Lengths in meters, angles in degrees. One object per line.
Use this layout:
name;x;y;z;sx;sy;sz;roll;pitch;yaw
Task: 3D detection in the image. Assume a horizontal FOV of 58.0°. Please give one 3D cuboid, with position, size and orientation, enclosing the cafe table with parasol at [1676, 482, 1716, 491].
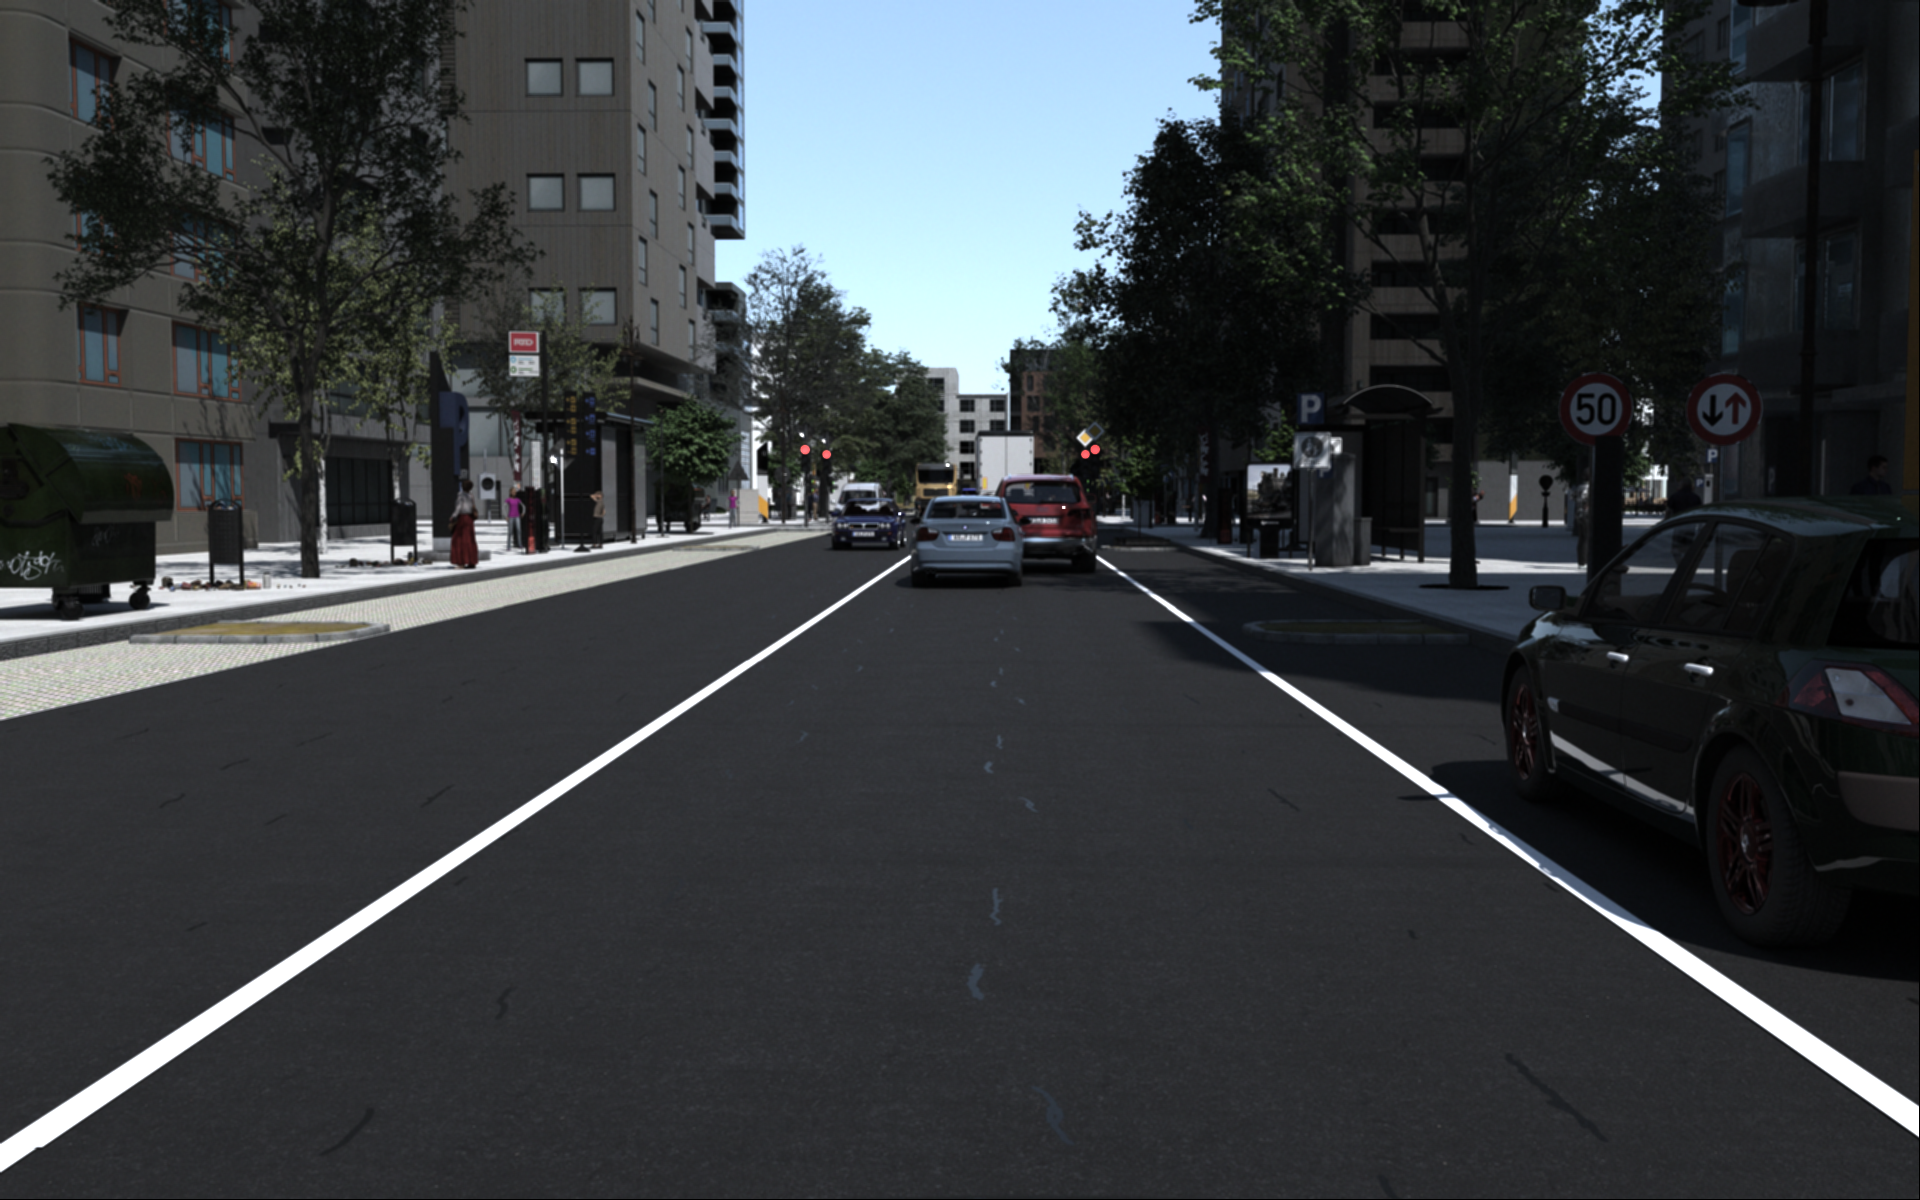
cafe table with parasol;36.353;-4.910;85.139;2.610;1.966;2.610;0;4;-2

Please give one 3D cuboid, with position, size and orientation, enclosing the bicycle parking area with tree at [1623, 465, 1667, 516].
bicycle parking area with tree;49.495;-7.966;117.249;8.231;4.147;9.016;1;4;11

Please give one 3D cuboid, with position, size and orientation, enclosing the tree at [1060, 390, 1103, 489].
tree;8.061;-8.335;86.633;4.737;8.622;4.395;0;3;0

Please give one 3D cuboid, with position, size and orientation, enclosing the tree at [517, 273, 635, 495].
tree;-13.266;-6.626;58.701;4.737;8.622;4.395;0;3;0

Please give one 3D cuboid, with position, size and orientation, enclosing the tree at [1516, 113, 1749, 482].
tree;12.711;-5.092;33.613;4.737;8.622;4.395;0;3;0

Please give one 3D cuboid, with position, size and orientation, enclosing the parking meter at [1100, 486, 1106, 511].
parking meter;10.435;-7.369;126.198;0.399;1.863;0.255;2;4;34

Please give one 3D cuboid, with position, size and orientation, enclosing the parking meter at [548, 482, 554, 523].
parking meter;-17.798;-4.283;75.737;0.399;1.863;0.255;-2;4;-26

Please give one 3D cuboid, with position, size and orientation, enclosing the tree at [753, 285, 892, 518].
tree;-7.573;-10.760;94.057;7.486;12.596;7.792;0;3;0

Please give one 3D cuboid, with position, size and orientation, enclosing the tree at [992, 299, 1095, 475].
tree;9.318;-18.971;166.070;12.611;20.169;13.585;0;3;0

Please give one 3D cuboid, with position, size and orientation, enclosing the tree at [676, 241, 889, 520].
tree;-8.588;-10.652;84.524;12.009;13.543;11.850;0;3;0

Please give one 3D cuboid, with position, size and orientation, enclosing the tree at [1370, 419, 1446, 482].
tree;15.567;-4.748;61.344;4.285;4.588;4.351;0;3;0

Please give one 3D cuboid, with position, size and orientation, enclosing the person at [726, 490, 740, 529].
person;-8.408;-3.362;64.255;0.726;1.435;0.776;-1;4;-12

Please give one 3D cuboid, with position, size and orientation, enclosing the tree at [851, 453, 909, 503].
tree;-7.145;-9.568;140.152;4.285;4.588;4.351;0;3;0

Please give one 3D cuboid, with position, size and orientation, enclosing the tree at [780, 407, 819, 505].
tree;-12.430;-11.457;137.685;4.360;8.622;3.978;0;3;0

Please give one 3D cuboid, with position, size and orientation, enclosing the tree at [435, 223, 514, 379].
tree;-14.189;-5.683;43.275;4.737;8.622;4.395;0;3;0

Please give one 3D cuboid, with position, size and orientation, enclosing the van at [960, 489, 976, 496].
van;1.136;-11.796;197.252;2.240;2.365;5.245;0;4;2

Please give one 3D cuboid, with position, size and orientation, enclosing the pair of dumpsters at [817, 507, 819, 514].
pair of dumpsters;-8.770;-6.842;114.360;1.574;2.255;4.437;0;4;2

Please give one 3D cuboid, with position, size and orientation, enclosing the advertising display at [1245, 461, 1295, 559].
advertising display;6.160;-1.787;34.432;0.974;1.923;0.123;2;4;25

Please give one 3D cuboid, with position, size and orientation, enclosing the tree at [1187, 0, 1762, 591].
tree;6.813;-5.963;23.259;9.928;11.665;9.643;0;3;0

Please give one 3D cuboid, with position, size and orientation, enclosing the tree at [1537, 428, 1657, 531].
tree;22.037;-4.723;60.942;4.285;4.588;4.351;0;3;0

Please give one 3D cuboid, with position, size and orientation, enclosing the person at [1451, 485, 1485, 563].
person;9.351;-1.539;31.885;0.600;1.739;0.565;2;4;24

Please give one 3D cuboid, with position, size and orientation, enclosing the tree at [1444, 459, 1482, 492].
tree;23.243;-5.252;80.476;1.663;3.219;1.824;0;3;0

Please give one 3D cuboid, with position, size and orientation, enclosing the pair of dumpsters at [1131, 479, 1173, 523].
pair of dumpsters;8.645;-4.614;77.929;1.574;2.255;4.437;0;4;1

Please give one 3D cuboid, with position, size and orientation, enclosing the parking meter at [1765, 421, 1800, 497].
parking meter;6.736;-0.514;14.122;0.255;1.863;0.399;1;4;11

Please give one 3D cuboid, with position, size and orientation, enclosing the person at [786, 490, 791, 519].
person;-8.816;-4.881;88.066;0.429;1.552;0.499;-1;4;-22

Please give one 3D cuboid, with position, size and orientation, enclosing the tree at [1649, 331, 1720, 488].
tree;33.028;-7.730;76.754;4.360;8.622;3.978;0;3;0

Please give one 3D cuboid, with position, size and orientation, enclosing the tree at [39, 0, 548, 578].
tree;-10.084;-5.595;25.888;8.767;10.594;7.601;1;4;20

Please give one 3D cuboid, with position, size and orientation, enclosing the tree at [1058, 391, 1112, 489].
tree;9.022;-10.184;116.878;4.360;8.622;3.978;0;3;0

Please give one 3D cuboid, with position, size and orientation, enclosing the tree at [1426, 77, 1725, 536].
tree;18.919;-8.915;52.417;9.857;13.997;8.962;0;3;0

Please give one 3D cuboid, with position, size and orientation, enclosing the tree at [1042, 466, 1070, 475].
tree;11.253;-14.097;214.199;4.285;4.588;4.351;0;3;0

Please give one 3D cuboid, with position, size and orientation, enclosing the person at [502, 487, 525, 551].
person;-9.949;-1.808;38.835;0.726;1.435;0.776;-2;4;-34

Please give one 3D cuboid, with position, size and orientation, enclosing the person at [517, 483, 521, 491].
person;-19.476;-4.262;76.271;0.990;1.755;0.434;3;5;39

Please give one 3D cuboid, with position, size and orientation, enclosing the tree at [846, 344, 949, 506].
tree;-5.981;-14.760;147.983;9.857;13.997;8.962;0;3;0

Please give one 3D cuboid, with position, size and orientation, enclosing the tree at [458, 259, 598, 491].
tree;-13.451;-6.262;52.751;4.360;8.622;3.978;0;3;0

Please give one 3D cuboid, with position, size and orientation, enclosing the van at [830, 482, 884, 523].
van;-3.533;-3.309;61.114;2.013;2.044;4.112;0;4;2

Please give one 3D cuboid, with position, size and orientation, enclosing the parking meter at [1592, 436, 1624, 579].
parking meter;6.566;-0.724;17.553;0.255;1.863;0.399;2;4;24

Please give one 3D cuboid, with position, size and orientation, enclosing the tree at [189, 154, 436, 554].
tree;-13.845;-5.282;36.727;4.737;8.622;4.395;0;3;0

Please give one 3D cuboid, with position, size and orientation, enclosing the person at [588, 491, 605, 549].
person;-8.545;-1.880;40.695;0.340;1.345;0.435;0;4;2

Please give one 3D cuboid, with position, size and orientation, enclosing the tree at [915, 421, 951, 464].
tree;-4.759;-18.354;225.847;9.928;11.665;9.643;0;3;0

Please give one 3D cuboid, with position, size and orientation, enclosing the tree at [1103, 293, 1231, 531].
tree;8.076;-6.710;60.066;4.737;8.622;4.395;0;3;0

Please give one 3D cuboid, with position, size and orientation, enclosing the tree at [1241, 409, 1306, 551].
tree;7.202;-2.729;39.222;1.663;3.219;1.824;0;3;0

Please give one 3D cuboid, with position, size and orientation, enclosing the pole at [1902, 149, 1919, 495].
pole;5.740;-1.010;10.356;0.158;3.312;0.155;0;3;0

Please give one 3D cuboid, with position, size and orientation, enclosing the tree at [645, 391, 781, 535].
tree;-8.515;-4.376;55.263;4.285;4.588;4.351;0;3;0

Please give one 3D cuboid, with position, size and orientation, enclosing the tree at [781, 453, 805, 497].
tree;-11.344;-7.727;110.058;4.285;4.588;4.351;0;3;0

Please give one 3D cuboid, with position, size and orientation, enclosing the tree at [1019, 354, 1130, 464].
tree;9.956;-13.976;138.869;12.009;13.543;11.850;0;3;0

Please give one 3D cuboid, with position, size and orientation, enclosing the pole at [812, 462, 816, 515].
pole;-8.981;-6.885;106.407;0.158;3.312;0.155;0;3;0

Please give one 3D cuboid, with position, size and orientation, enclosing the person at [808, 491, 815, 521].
person;-7.157;-4.507;82.280;0.480;1.512;0.613;-1;4;-14

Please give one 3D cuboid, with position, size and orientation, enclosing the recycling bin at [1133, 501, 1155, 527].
recycling bin;7.116;-3.331;67.020;0.722;1.027;0.722;1;4;18

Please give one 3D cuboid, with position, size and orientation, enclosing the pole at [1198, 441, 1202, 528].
pole;9.119;-4.398;65.754;0.158;3.312;0.155;0;3;0

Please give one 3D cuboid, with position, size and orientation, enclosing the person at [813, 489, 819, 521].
person;-6.967;-4.649;84.115;0.319;1.574;0.516;1;4;11

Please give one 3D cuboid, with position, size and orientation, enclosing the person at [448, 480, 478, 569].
person;-8.476;-1.291;29.618;0.387;1.526;0.523;2;4;28

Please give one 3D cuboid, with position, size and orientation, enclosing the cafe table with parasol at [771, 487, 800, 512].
cafe table with parasol;-12.093;-7.060;120.302;2.610;1.966;2.610;-3;4;-37

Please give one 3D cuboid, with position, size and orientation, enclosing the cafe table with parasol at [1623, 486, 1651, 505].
cafe table with parasol;54.382;-8.253;139.803;2.610;1.966;2.610;-3;5;-43

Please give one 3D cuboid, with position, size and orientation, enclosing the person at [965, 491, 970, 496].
person;0.487;-6.683;119.237;0.415;1.643;0.593;0;4;1

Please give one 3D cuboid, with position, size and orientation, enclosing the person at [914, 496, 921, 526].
person;-1.918;-4.026;78.242;0.435;1.345;0.340;3;4;36

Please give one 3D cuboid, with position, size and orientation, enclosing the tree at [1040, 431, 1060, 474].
tree;11.333;-14.939;194.618;4.737;8.622;4.395;0;3;0

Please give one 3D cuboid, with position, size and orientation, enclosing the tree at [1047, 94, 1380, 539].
tree;7.367;-8.149;50.236;9.611;12.733;9.660;0;3;0
